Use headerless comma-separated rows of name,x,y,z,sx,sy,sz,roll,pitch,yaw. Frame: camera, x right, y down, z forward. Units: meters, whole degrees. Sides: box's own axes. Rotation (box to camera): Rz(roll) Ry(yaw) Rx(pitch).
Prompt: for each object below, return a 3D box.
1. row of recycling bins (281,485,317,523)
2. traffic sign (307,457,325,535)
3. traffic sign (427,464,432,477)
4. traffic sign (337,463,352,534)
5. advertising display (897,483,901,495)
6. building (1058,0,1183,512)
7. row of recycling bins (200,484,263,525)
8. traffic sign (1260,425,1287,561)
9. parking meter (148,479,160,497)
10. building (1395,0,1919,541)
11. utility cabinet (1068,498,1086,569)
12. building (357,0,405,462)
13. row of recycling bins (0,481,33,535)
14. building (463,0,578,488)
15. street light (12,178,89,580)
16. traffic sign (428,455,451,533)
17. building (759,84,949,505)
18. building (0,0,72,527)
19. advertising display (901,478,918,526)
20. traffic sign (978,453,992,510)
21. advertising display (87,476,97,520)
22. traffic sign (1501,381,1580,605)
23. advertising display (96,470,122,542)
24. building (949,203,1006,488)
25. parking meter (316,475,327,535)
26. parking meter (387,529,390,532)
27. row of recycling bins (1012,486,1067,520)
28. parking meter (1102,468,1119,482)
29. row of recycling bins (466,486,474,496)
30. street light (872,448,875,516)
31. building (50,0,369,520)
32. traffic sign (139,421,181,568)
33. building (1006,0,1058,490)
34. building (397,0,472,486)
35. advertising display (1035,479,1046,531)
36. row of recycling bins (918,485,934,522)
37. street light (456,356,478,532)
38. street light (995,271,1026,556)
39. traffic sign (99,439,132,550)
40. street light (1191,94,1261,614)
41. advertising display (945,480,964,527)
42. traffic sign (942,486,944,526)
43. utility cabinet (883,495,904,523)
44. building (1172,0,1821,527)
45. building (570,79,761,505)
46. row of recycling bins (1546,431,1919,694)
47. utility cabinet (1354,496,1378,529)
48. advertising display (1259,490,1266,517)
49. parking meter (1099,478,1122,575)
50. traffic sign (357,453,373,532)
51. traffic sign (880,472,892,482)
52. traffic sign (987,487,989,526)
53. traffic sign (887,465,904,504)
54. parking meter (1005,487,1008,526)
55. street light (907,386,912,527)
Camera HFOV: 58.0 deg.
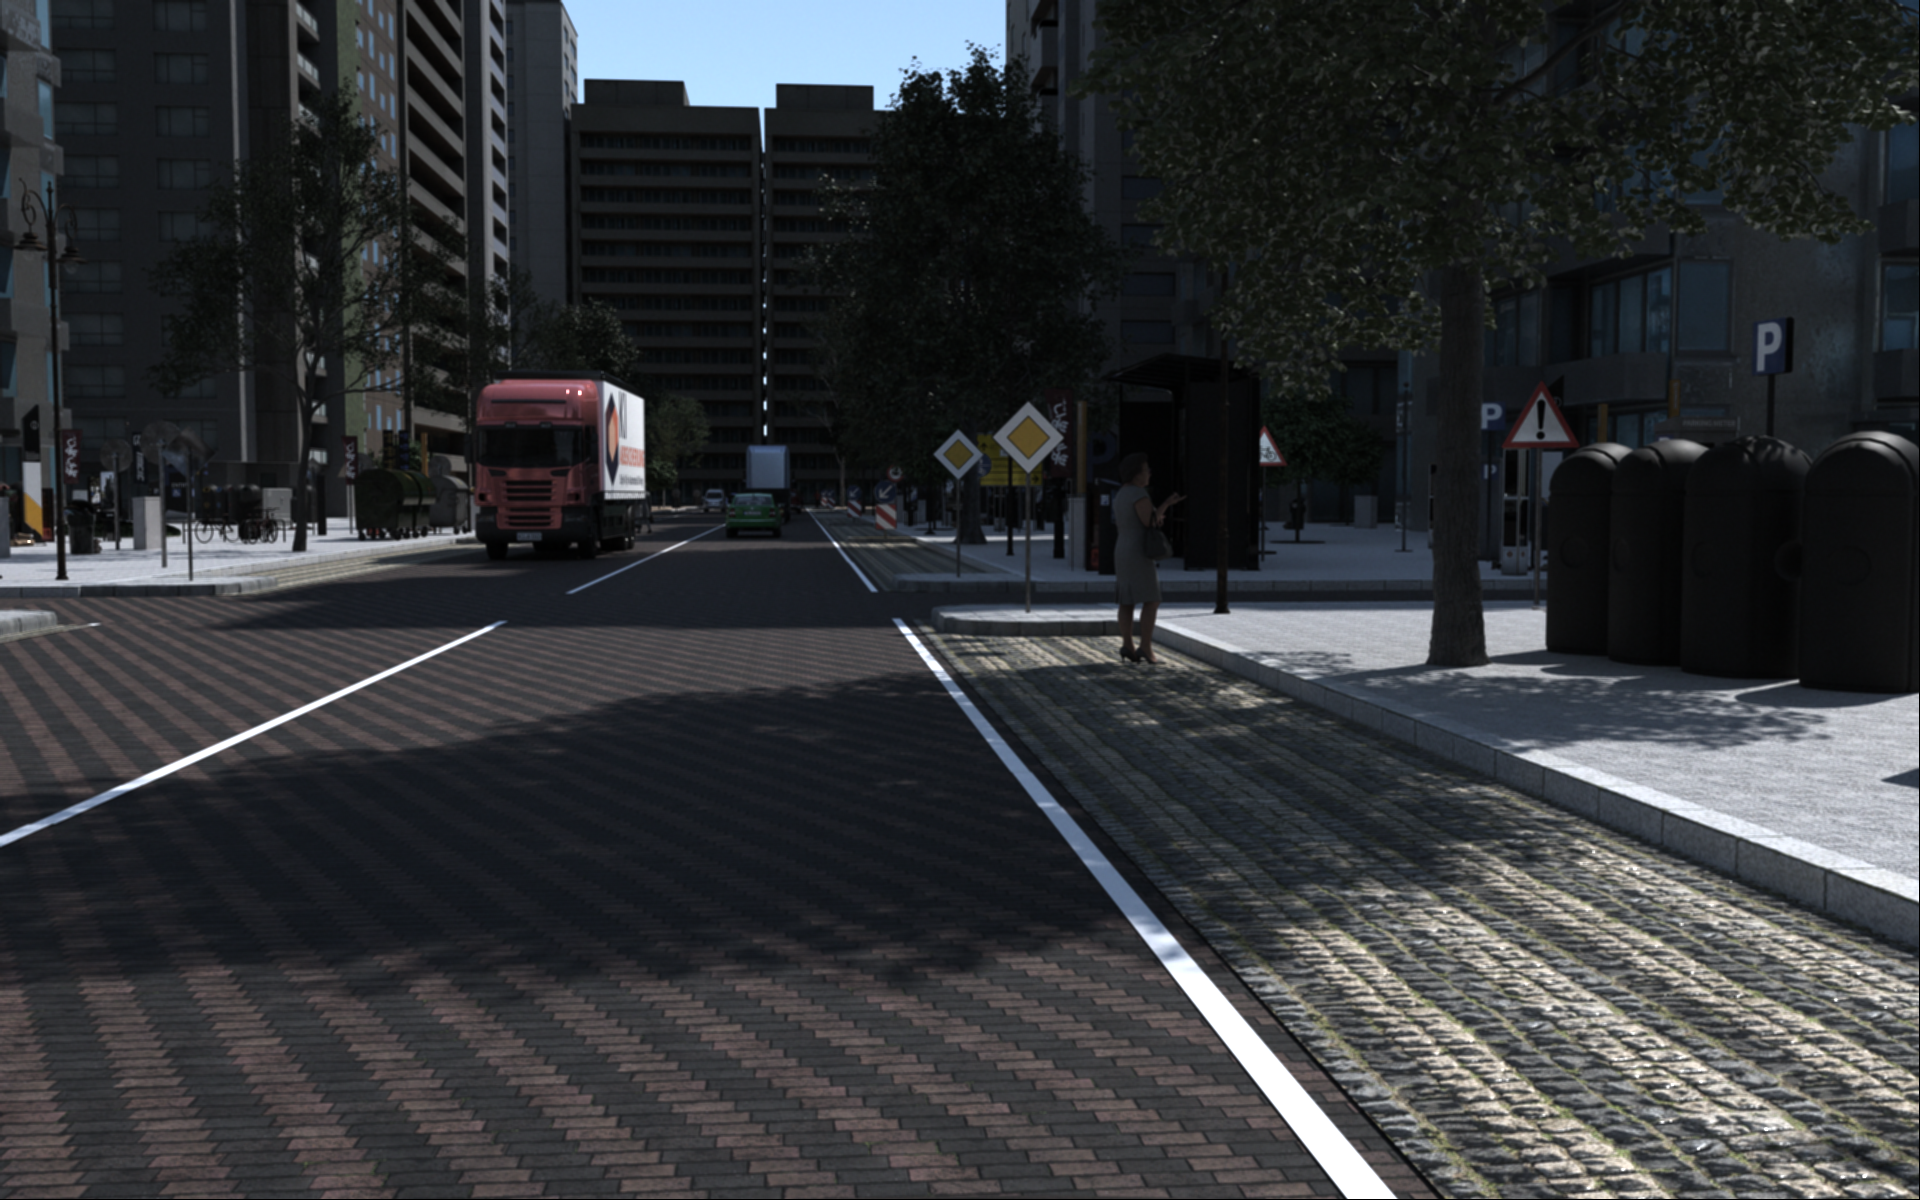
row of recycling bins,-29.629,-4.301,77.437,1.069,1.692,3.534,-2,4,-35
traffic sign,-20.315,-3.254,54.380,0.795,2.450,0.064,0,4,-1
traffic sign,-22.765,-4.536,74.275,0.768,2.556,0.104,0,3,0
traffic sign,-19.563,-3.399,55.583,0.884,2.594,0.081,0,4,1
advertising display,-3.148,-5.848,100.832,0.974,1.923,0.123,-1,4,-9
building,17.513,-35.525,122.838,21.231,58.520,28.212,0,4,-5
row of recycling bins,-30.542,-4.008,72.644,3.534,1.692,1.069,2,4,32
traffic sign,5.766,-2.013,32.916,0.884,2.594,0.081,0,4,1
parking meter,-32.083,-3.871,69.008,0.255,1.863,0.399,3,5,41
building,29.048,-26.406,51.345,30.456,49.044,23.786,0,4,-5
utility cabinet,2.168,-1.169,30.281,0.306,1.237,1.020,-1,4,-12
building,-42.581,-27.808,104.773,14.600,45.320,14.200,0,4,-5
row of recycling bins,-30.288,-2.855,53.791,1.069,1.692,3.534,1,4,19
building,-59.471,-40.510,204.338,28.212,58.520,21.231,0,4,-5
street light,-13.445,-3.239,25.753,0.468,5.910,1.993,0,4,-5
traffic sign,-17.042,-3.463,56.726,0.768,2.556,0.104,0,4,-1
building,-12.748,-35.809,209.176,21.600,48.544,21.300,0,4,-5
building,-44.018,-26.573,54.075,23.786,49.044,30.456,0,4,-5
advertising display,-1.996,-3.968,70.095,0.123,1.923,0.974,2,4,28
traffic sign,0.576,-3.211,52.601,0.768,2.556,0.104,0,4,4
advertising display,-30.126,-3.391,60.658,0.123,1.923,0.974,1,4,17
traffic sign,6.684,-1.223,20.005,0.884,2.594,0.081,0,4,4
advertising display,-23.009,-2.552,46.934,0.974,1.923,0.123,3,4,38
building,5.377,-34.107,207.764,14.200,45.320,14.600,0,4,-5
parking meter,-19.875,-2.948,53.916,0.255,1.863,0.399,-1,4,-19
parking meter,-18.994,-3.032,57.989,0.372,1.533,0.369,0,3,0
row of recycling bins,3.555,-4.816,85.852,3.534,1.692,1.069,2,4,32
parking meter,3.384,-2.028,38.865,0.255,1.863,0.399,-2,4,-34
row of recycling bins,-21.137,-4.390,78.887,3.534,1.692,1.069,-2,4,-33
street light,-5.071,-7.856,101.234,0.468,5.910,1.993,0,4,-5
building,-40.098,-24.886,90.486,14.154,41.232,14.086,0,4,-5
traffic sign,-13.897,-1.839,30.178,0.768,2.556,0.104,0,4,-3
building,18.840,-34.363,151.067,28.713,52.752,27.495,0,4,-5
building,-47.665,-30.485,122.139,21.300,48.544,21.600,0,4,-5
advertising display,2.835,-3.418,61.102,0.123,1.923,0.974,-1,4,-13
row of recycling bins,-1.866,-4.441,79.720,1.069,1.692,3.534,1,4,9
street light,-16.499,-5.215,58.053,0.468,5.910,1.993,0,4,-5
street light,1.047,-3.867,36.017,0.468,5.910,1.993,0,4,-5
traffic sign,-19.384,-2.426,39.778,0.768,2.556,0.104,0,4,3
street light,2.819,-2.794,18.464,0.468,5.910,1.993,0,4,-5
advertising display,-0.099,-3.826,67.773,0.974,1.923,0.123,0,4,4
traffic sign,-0.696,-4.259,69.741,0.768,2.556,0.104,0,4,2
utility cabinet,-2.879,-4.029,77.038,1.020,1.237,0.306,1,4,9
building,23.506,-28.656,88.132,23.786,49.044,30.456,0,4,-5
building,-34.230,-35.670,206.914,21.600,48.544,21.300,0,4,-5
row of recycling bins,5.577,-0.344,12.744,1.069,1.692,3.534,-1,4,-17
utility cabinet,15.045,-3.243,64.184,0.306,1.237,1.020,-2,4,-24
advertising display,8.739,-2.874,52.205,0.974,1.923,0.123,1,4,18
parking meter,2.393,-1.170,27.535,0.372,1.533,0.369,0,3,0
traffic sign,-18.463,-3.256,53.335,0.768,2.556,0.104,0,4,-3
traffic sign,-4.228,-6.064,99.248,0.768,2.556,0.104,0,4,-5
traffic sign,1.114,-4.254,69.658,0.768,2.556,0.104,0,4,3
traffic sign,-2.730,-4.485,73.443,0.768,2.556,0.104,0,3,0
parking meter,1.801,-3.907,69.593,0.255,1.863,0.399,2,4,35
street light,-1.992,-5.843,68.318,0.468,5.910,1.993,0,4,-5
